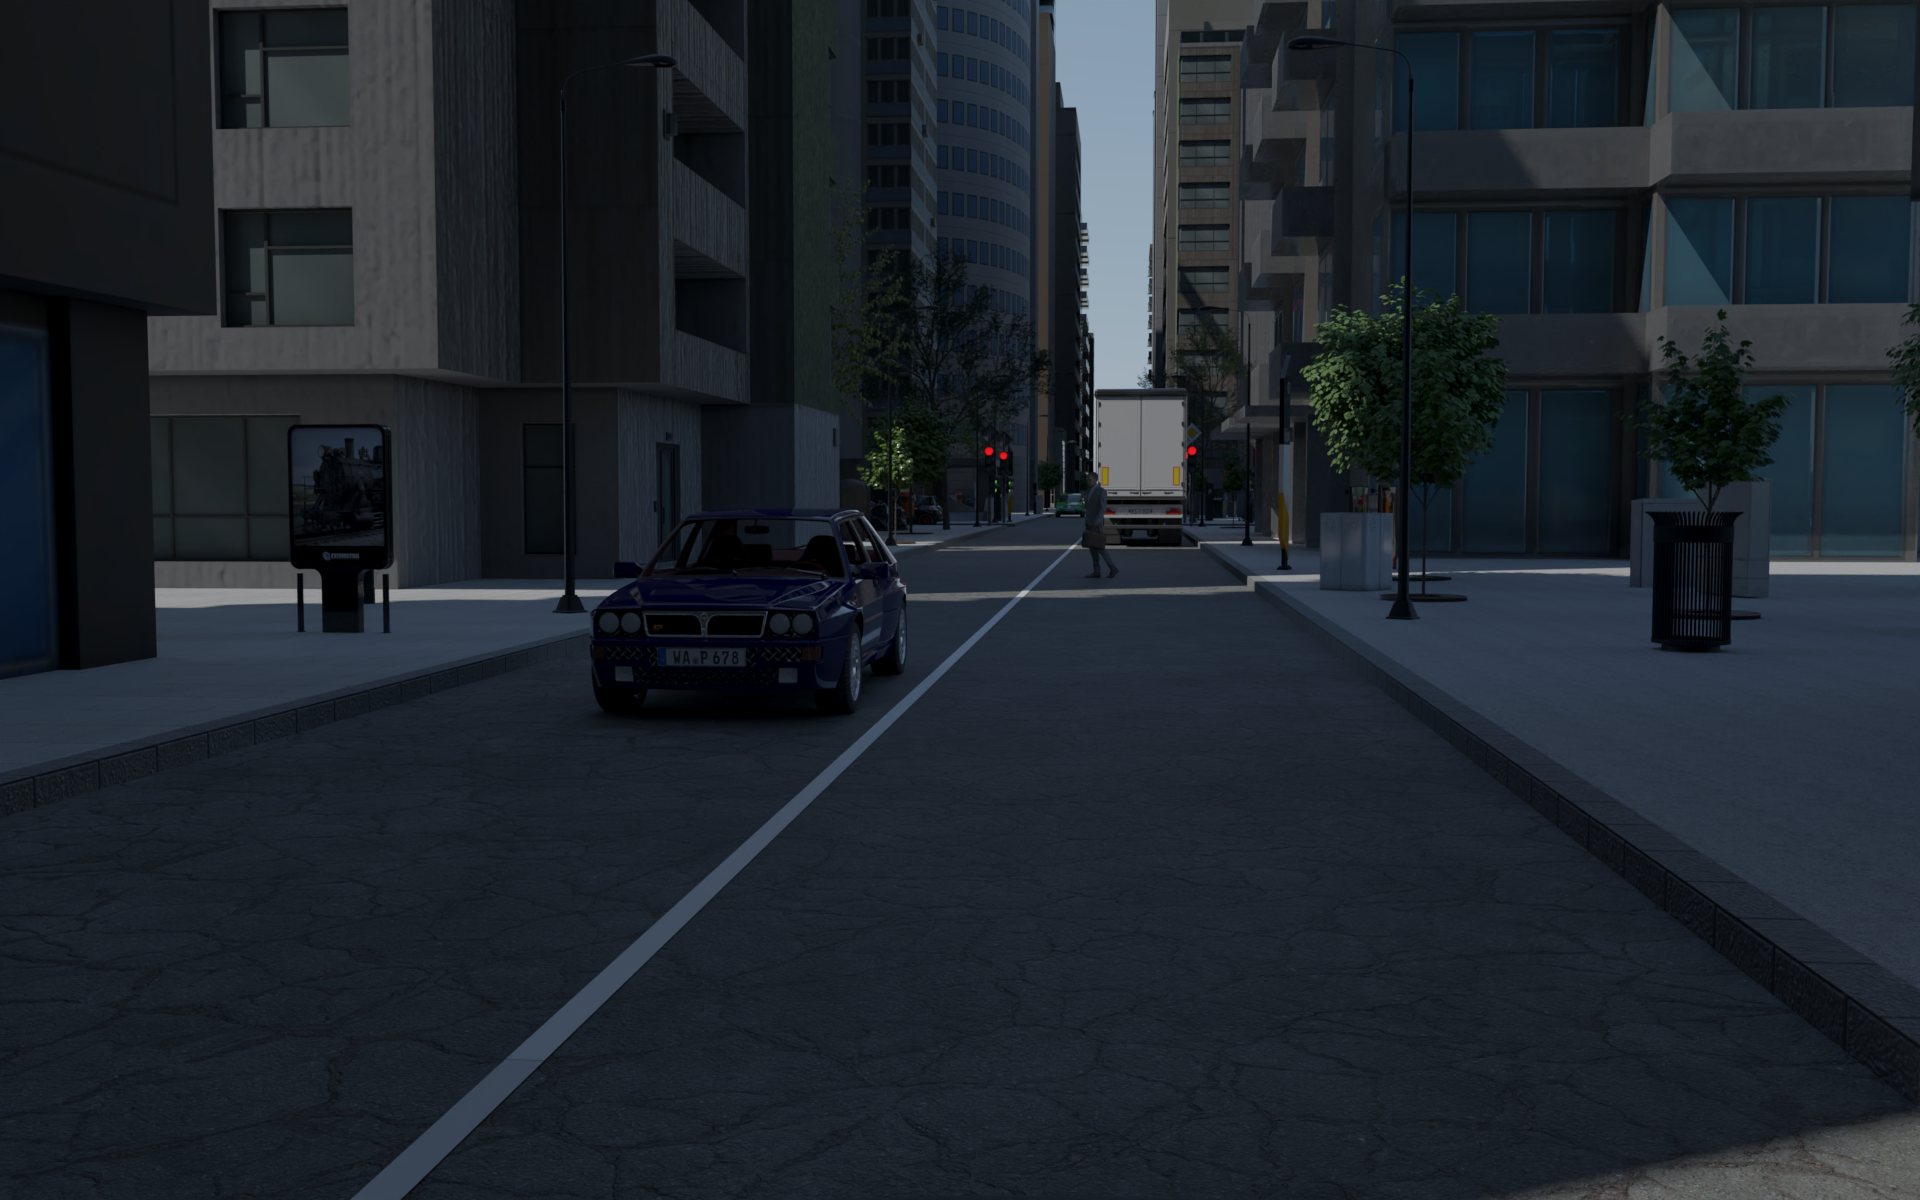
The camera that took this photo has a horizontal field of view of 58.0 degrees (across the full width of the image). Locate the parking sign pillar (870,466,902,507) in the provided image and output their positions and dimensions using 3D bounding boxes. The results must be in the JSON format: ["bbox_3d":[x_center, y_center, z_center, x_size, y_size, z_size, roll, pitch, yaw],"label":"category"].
[{"bbox_3d":[-2.869,-4.880,68.264,1.447,3.967,1.447,0,4,8],"label":"parking sign pillar"}]

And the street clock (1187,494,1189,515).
[{"bbox_3d":[13.831,-6.122,104.662,0.471,2.002,0.358,2,4,34],"label":"street clock"}]

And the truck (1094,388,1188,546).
[{"bbox_3d":[5.366,-3.835,51.616,2.839,4.237,11.283,0,4,6],"label":"truck"}]

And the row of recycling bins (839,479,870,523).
[{"bbox_3d":[-3.066,-2.544,48.706,1.069,1.692,3.534,0,3,0],"label":"row of recycling bins"}]

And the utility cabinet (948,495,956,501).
[{"bbox_3d":[-0.729,-6.184,112.269,1.020,1.237,0.306,-1,4,-12],"label":"utility cabinet"}]

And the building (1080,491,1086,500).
[{"bbox_3d":[1.982,-34.098,249.380,32.217,40.220,23.993,0,4,6],"label":"building"}]

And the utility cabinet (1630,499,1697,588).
[{"bbox_3d":[9.766,-0.776,23.843,1.020,1.237,0.306,-1,4,-9],"label":"utility cabinet"}]

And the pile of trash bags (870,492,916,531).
[{"bbox_3d":[-2.614,-3.139,61.082,1.912,1.369,3.447,2,4,31],"label":"pile of trash bags"}]

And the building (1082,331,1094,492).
[{"bbox_3d":[15.969,-32.246,298.923,14.160,30.474,14.107,0,4,6],"label":"building"}]

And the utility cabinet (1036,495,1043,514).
[{"bbox_3d":[5.115,-6.151,111.733,0.306,1.237,1.020,1,4,13],"label":"utility cabinet"}]

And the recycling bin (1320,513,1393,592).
[{"bbox_3d":[5.313,-0.652,23.219,0.722,1.027,0.722,3,5,45],"label":"recycling bin"}]

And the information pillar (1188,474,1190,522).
[{"bbox_3d":[10.772,-5.461,80.640,0.183,3.616,0.504,-1,4,-16],"label":"information pillar"}]

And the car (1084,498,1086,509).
[{"bbox_3d":[13.018,-9.511,167.510,2.014,1.417,4.499,0,4,8],"label":"car"}]

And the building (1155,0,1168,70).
[{"bbox_3d":[31.511,-39.452,187.042,21.231,58.520,28.212,0,4,6],"label":"building"}]

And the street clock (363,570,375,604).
[{"bbox_3d":[-6.948,-0.956,20.208,0.471,2.002,0.358,-1,4,-13],"label":"street clock"}]

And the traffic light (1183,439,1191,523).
[{"bbox_3d":[9.899,-5.344,76.292,0.839,4.253,0.868,0,4,6],"label":"traffic light"}]

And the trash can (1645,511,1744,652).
[{"bbox_3d":[6.010,-0.157,14.215,0.748,1.137,0.748,0,3,0],"label":"trash can"}]

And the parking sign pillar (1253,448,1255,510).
[{"bbox_3d":[17.680,-6.861,100.652,1.447,3.967,1.447,1,4,15],"label":"parking sign pillar"}]

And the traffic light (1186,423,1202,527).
[{"bbox_3d":[9.122,-4.858,68.345,0.839,4.253,0.868,0,4,6],"label":"traffic light"}]

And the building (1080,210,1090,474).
[{"bbox_3d":[9.274,-40.159,276.203,23.786,49.044,30.456,0,4,6],"label":"building"}]

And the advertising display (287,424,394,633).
[{"bbox_3d":[-5.719,-0.660,16.005,0.974,1.923,0.123,1,4,9],"label":"advertising display"}]

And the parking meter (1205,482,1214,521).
[{"bbox_3d":[11.942,-4.717,82.834,0.399,1.863,0.255,0,4,-5],"label":"parking meter"}]

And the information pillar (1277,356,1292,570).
[{"bbox_3d":[5.468,-2.313,29.180,0.183,3.616,0.504,1,4,23],"label":"information pillar"}]

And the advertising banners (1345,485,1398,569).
[{"bbox_3d":[7.243,-2.031,29.390,2.074,3.025,0.090,-3,4,-38],"label":"advertising banners"}]

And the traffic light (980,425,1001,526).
[{"bbox_3d":[1.197,-4.904,69.101,0.839,4.253,0.868,0,4,6],"label":"traffic light"}]

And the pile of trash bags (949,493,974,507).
[{"bbox_3d":[-0.064,-6.083,109.207,1.912,1.369,3.447,0,4,-2],"label":"pile of trash bags"}]

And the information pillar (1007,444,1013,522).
[{"bbox_3d":[2.317,-5.409,79.787,0.183,3.616,0.504,-1,4,-18],"label":"information pillar"}]

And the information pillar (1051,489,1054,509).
[{"bbox_3d":[8.132,-9.032,152.170,0.304,2.012,0.304,0,4,-5],"label":"information pillar"}]

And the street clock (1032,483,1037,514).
[{"bbox_3d":[4.729,-6.405,109.288,0.358,2.002,0.471,0,4,4],"label":"street clock"}]

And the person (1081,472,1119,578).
[{"bbox_3d":[2.307,-1.284,29.612,0.853,1.813,0.709,-2,4,-33],"label":"person"}]

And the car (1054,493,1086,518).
[{"bbox_3d":[6.802,-5.988,106.706,1.959,1.807,4.718,0,4,5],"label":"car"}]

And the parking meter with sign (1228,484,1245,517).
[{"bbox_3d":[15.676,-6.078,95.637,1.738,3.016,0.543,2,4,31],"label":"parking meter with sign"}]

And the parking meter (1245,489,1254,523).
[{"bbox_3d":[12.752,-4.154,76.324,0.372,1.533,0.369,0,3,0],"label":"parking meter"}]

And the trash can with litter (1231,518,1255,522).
[{"bbox_3d":[13.732,-4.279,81.024,2.233,1.210,1.678,2,4,26],"label":"trash can with litter"}]

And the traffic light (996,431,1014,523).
[{"bbox_3d":[1.974,-5.390,77.048,0.839,4.253,0.868,0,4,6],"label":"traffic light"}]

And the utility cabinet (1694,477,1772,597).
[{"bbox_3d":[9.734,-0.803,21.809,0.318,1.500,1.173,0,4,-7],"label":"utility cabinet"}]

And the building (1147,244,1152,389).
[{"bbox_3d":[42.874,-39.086,293.683,22.147,44.769,28.867,0,4,6],"label":"building"}]

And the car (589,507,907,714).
[{"bbox_3d":[-1.415,0.000,12.581,1.945,1.354,3.894,0,4,5],"label":"car"}]

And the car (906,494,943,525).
[{"bbox_3d":[-2.730,-3.846,72.663,4.222,1.686,2.009,0,4,6],"label":"car"}]

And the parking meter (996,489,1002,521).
[{"bbox_3d":[1.798,-4.504,82.053,0.372,1.533,0.369,0,3,0],"label":"parking meter"}]
